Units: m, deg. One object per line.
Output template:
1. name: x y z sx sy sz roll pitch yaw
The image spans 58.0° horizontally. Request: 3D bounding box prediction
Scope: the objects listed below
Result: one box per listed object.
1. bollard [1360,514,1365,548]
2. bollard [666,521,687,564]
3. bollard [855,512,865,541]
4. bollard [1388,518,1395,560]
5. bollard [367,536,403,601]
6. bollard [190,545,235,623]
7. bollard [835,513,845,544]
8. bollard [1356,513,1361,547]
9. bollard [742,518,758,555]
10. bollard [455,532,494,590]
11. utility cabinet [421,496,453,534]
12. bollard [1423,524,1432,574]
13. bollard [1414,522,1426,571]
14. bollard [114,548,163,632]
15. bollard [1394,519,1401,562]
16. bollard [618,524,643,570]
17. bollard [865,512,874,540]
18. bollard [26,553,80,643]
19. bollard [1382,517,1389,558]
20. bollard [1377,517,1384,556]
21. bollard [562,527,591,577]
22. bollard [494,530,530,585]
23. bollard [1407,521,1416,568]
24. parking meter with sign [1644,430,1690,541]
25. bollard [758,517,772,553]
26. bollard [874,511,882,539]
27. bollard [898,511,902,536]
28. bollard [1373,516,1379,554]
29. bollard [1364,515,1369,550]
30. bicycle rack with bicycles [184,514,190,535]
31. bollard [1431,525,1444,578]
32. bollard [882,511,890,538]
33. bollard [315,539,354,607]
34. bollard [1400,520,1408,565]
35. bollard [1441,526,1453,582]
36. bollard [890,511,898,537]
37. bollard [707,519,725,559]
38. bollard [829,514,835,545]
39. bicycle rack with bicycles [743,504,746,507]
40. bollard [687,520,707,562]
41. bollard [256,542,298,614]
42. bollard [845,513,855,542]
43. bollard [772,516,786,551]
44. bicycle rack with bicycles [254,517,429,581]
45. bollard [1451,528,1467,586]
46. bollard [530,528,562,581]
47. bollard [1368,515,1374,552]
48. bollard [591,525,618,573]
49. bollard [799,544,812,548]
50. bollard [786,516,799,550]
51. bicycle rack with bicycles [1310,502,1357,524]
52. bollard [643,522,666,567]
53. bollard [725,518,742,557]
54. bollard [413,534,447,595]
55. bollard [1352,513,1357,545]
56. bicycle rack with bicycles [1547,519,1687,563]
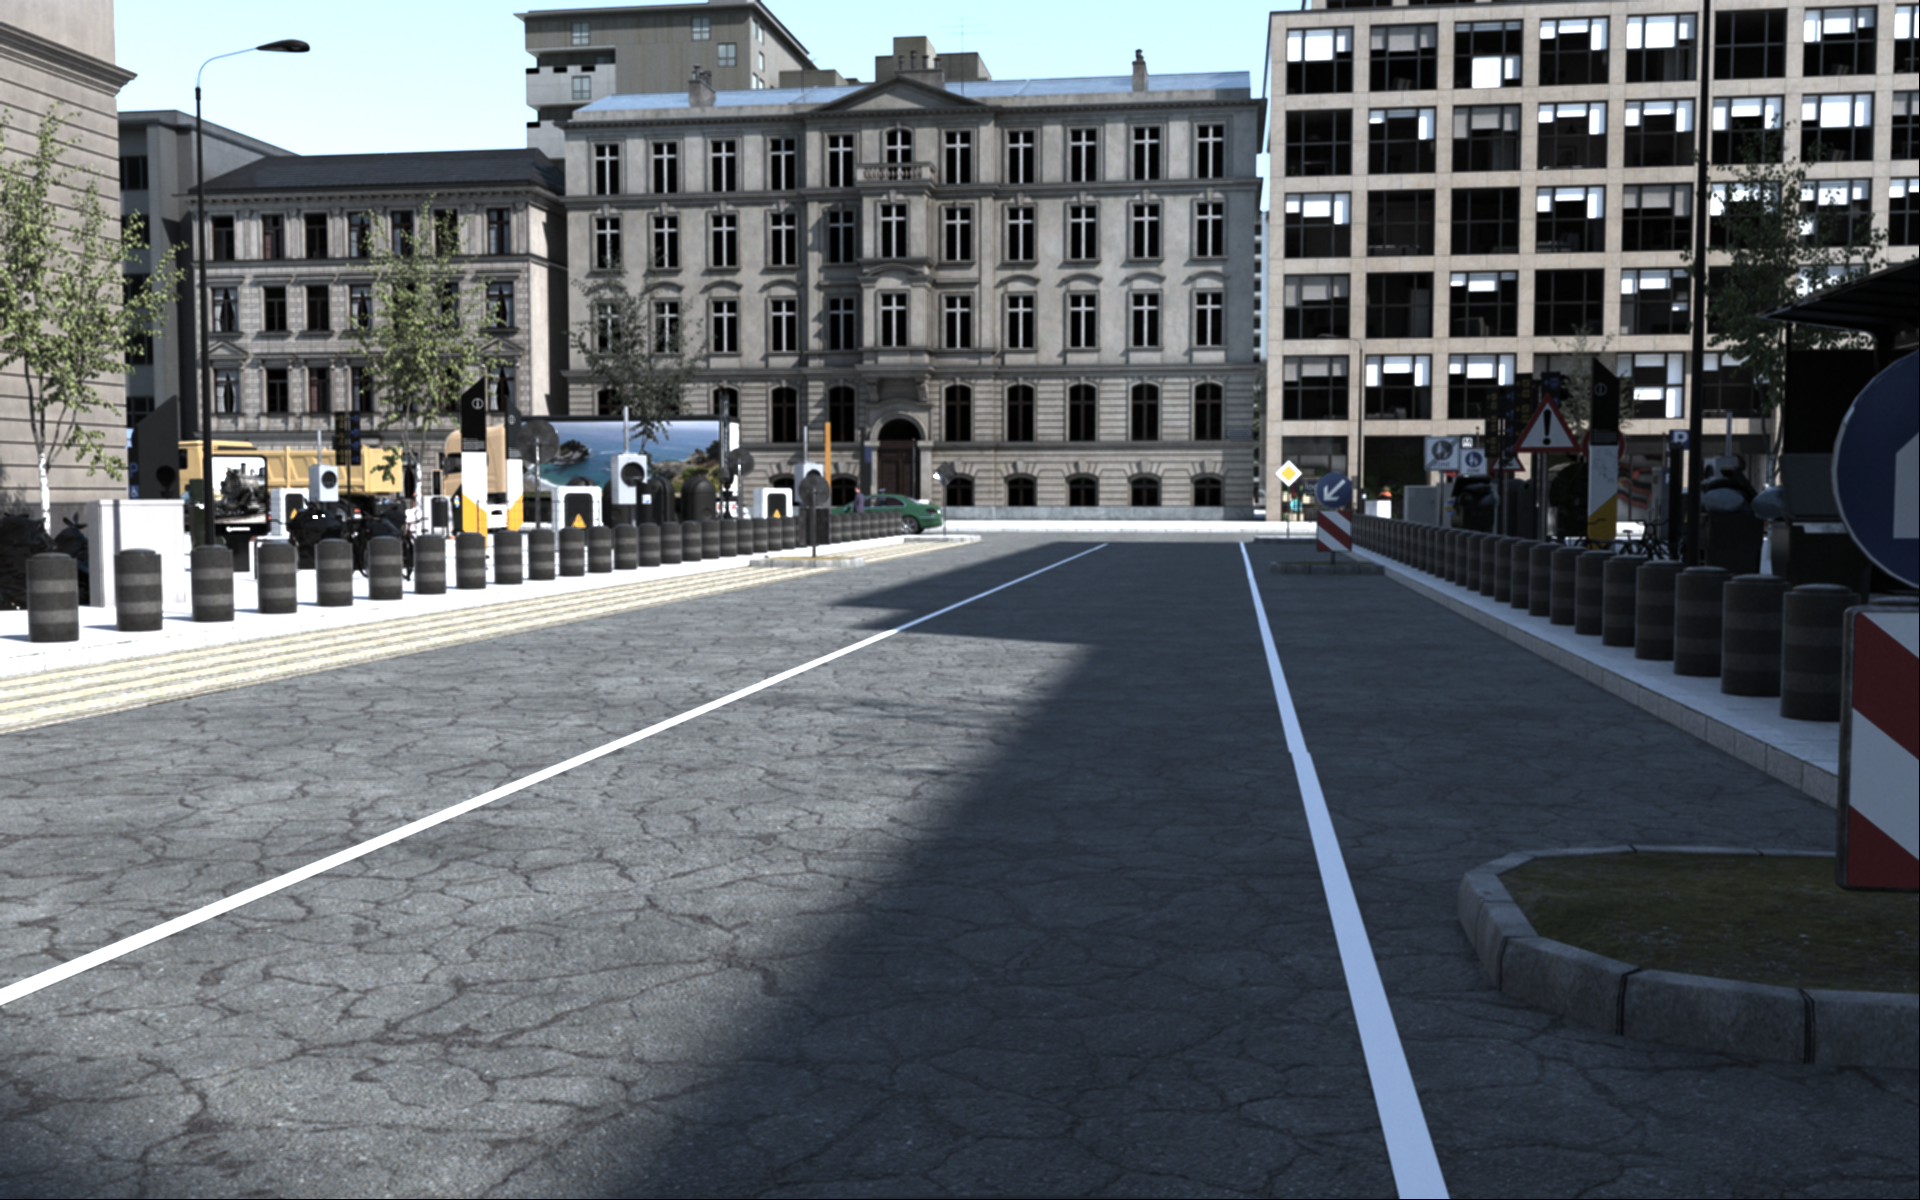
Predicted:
1. bollard: 9.727 -1.601 40.901 0.404 0.777 0.398 0 3 0
2. bollard: -5.317 -1.045 31.800 0.404 0.777 0.398 0 3 0
3. bollard: -2.914 -1.993 47.294 0.404 0.777 0.398 0 3 0
4. bollard: 8.617 -1.164 33.755 0.404 0.777 0.398 0 3 0
5. bollard: -6.980 -0.386 21.032 0.404 0.777 0.398 0 3 0
6. bollard: -7.537 -0.168 17.461 0.404 0.777 0.398 0 3 0
7. bollard: -3.282 -1.847 44.908 0.404 0.777 0.398 0 3 0
8. bollard: 9.911 -1.674 42.089 0.404 0.777 0.398 0 3 0
9. bollard: -4.573 -1.336 36.560 0.404 0.777 0.398 0 3 0
10. bollard: -6.614 -0.532 23.415 0.404 0.777 0.398 0 3 0
11. utility cabinet: -16.627 -2.696 55.247 1.020 1.237 0.306 -2 4 -31
12. bollard: 7.699 -0.800 27.795 0.404 0.777 0.398 0 3 0
13. bollard: 7.878 -0.873 28.983 0.404 0.777 0.398 0 3 0
14. bollard: -7.718 -0.095 16.273 0.404 0.777 0.398 0 3 0
15. bollard: 8.432 -1.091 32.560 0.404 0.777 0.398 0 3 0
16. bollard: -5.686 -0.899 29.412 0.404 0.777 0.398 0 3 0
17. bollard: -2.727 -2.065 48.487 0.404 0.777 0.398 0 3 0
18. bollard: -7.903 -0.023 15.086 0.404 0.777 0.398 0 3 0
19. bollard: 8.801 -1.237 34.942 0.404 0.777 0.398 0 3 0
20. bollard: 8.988 -1.310 36.129 0.404 0.777 0.398 0 3 0
21. bollard: -6.058 -0.752 27.011 0.404 0.777 0.398 0 3 0
22. bollard: -6.424 -0.606 24.632 0.404 0.777 0.398 0 3 0
23. bollard: 8.063 -0.945 30.170 0.404 0.777 0.398 0 3 0
24. parking meter with sign: 19.431 -3.150 47.770 0.543 3.016 1.738 0 4 -3
25. bollard: -4.393 -1.409 37.748 0.404 0.777 0.398 0 3 0
26. bollard: -2.544 -2.138 49.676 0.404 0.777 0.398 0 3 0
27. bollard: -1.989 -2.357 53.260 0.404 0.777 0.398 0 3 0
28. bollard: 9.173 -1.382 37.318 0.404 0.777 0.398 0 3 0
29. bollard: 9.542 -1.528 39.705 0.404 0.777 0.398 0 3 0
30. bicycle rack with bicycles: -24.132 -2.549 55.051 2.925 0.926 2.852 -3 5 -42
31. bollard: 7.509 -0.727 26.608 0.404 0.777 0.398 0 3 0
32. bollard: -2.355 -2.211 50.874 0.404 0.777 0.398 0 3 0
33. bollard: -7.166 -0.313 19.836 0.404 0.777 0.398 0 3 0
34. bollard: 8.251 -1.019 31.372 0.404 0.777 0.398 0 3 0
35. bollard: 7.329 -0.655 25.419 0.404 0.777 0.398 0 3 0
36. bollard: -2.171 -2.284 52.066 0.404 0.777 0.398 0 3 0
37. bollard: -4.948 -1.190 34.179 0.404 0.777 0.398 0 3 0
38. bollard: -3.461 -1.774 43.720 0.404 0.777 0.398 0 3 0
39. bicycle rack with bicycles: -8.641 -3.739 74.521 2.852 0.926 2.925 -1 4 -16
40. bollard: -5.129 -1.118 32.991 0.404 0.777 0.398 0 3 0
41. bollard: -7.356 -0.241 18.649 0.404 0.777 0.398 0 3 0
42. bollard: -3.097 -1.919 46.098 0.404 0.777 0.398 0 3 0
43. bollard: -4.208 -1.481 38.936 0.404 0.777 0.398 0 3 0
44. bicycle rack with bicycles: -9.303 -0.765 25.882 2.852 0.926 2.925 -2 4 -32
45. bollard: 7.140 -0.582 24.226 0.404 0.777 0.398 0 3 0
46. bollard: -6.238 -0.679 25.819 0.404 0.777 0.398 0 3 0
47. bollard: 9.356 -1.456 38.518 0.404 0.777 0.398 0 3 0
48. bollard: -5.870 -0.825 28.208 0.404 0.777 0.398 0 3 0
49. bollard: -3.838 -1.627 41.322 0.404 0.777 0.398 0 3 0
50. bollard: -4.024 -1.554 40.124 0.404 0.777 0.398 0 3 0
51. bicycle rack with bicycles: 16.644 -3.775 75.110 2.925 0.926 2.852 -3 5 -44
52. bollard: -5.498 -0.971 30.599 0.404 0.777 0.398 0 3 0
53. bollard: -4.759 -1.263 35.366 0.404 0.777 0.398 0 3 0
54. bollard: -6.800 -0.459 22.220 0.404 0.777 0.398 0 3 0
55. bollard: 10.092 -1.747 43.278 0.404 0.777 0.398 0 3 0
56. bicycle rack with bicycles: 10.142 -0.717 25.103 2.852 0.926 2.925 0 4 -8
